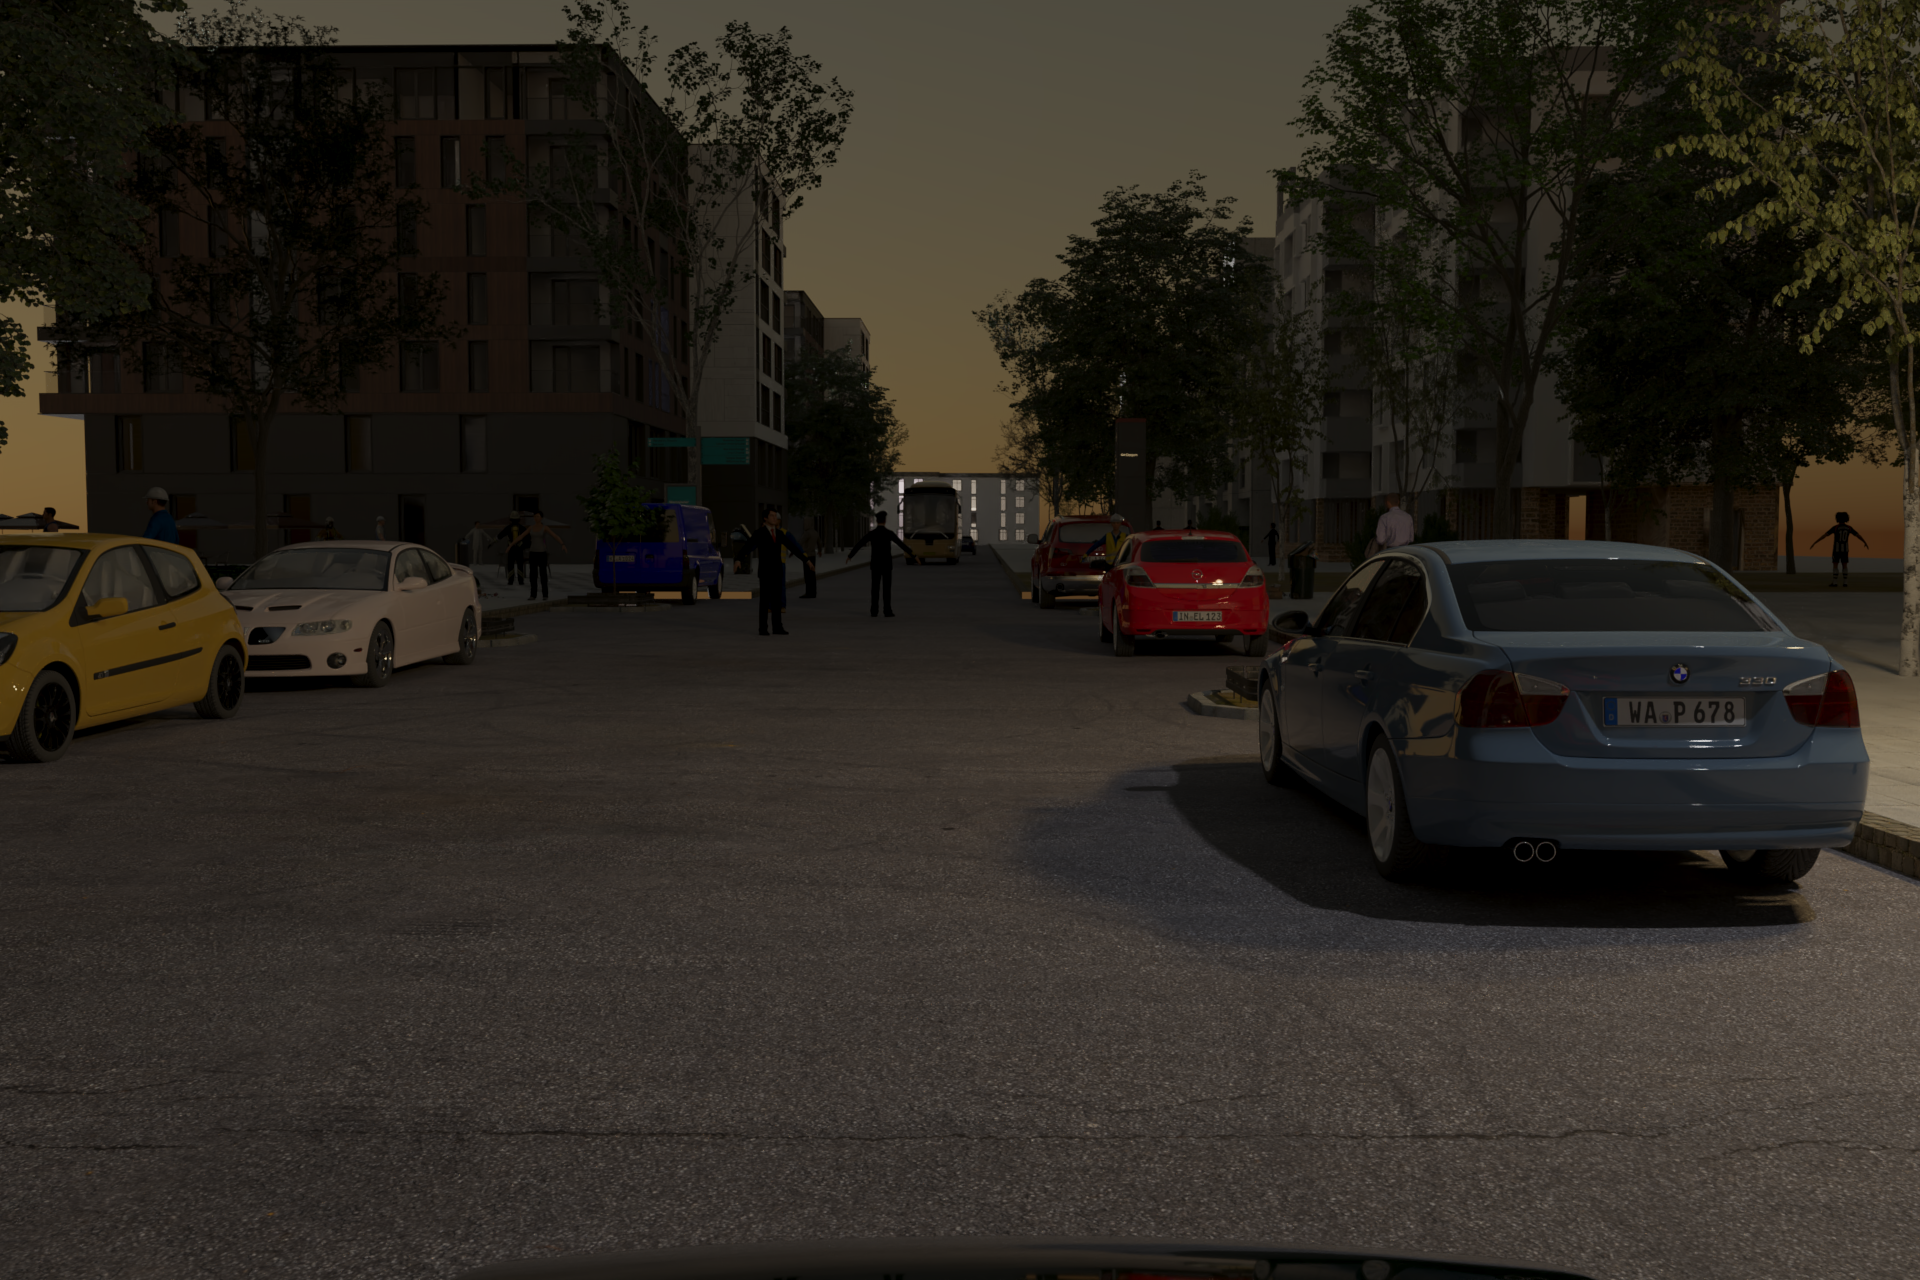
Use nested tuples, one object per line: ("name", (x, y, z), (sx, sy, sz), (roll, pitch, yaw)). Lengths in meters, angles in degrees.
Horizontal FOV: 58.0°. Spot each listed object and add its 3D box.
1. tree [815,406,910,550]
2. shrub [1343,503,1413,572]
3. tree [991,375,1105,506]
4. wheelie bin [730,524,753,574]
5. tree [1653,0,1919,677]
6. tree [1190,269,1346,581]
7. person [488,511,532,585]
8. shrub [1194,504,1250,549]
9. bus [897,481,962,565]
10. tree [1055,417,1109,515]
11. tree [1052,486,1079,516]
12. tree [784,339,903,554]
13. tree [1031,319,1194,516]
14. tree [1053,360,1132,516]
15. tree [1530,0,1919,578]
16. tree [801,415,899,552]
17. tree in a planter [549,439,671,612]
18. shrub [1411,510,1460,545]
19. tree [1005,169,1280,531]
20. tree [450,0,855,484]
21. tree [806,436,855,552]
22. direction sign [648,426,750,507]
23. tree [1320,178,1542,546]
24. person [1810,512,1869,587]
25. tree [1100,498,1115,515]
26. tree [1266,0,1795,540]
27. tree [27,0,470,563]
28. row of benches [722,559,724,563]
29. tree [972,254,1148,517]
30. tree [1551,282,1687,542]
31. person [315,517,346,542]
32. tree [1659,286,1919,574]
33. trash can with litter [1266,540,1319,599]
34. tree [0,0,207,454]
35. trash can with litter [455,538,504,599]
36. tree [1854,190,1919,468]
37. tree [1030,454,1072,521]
("tree", (-8.156, -12.994, 138.201), (9.928, 11.665, 9.643), (0, 3, 0))
("shrub", (10.091, -2.278, 41.661), (1.690, 2.028, 1.600), (0, 3, 0))
("tree", (7.389, -13.584, 132.463), (12.009, 13.543, 11.850), (0, 3, 0))
("wheelie bin", (-6.959, -2.900, 55.326), (0.693, 1.594, 0.980), (0, 4, 1))
("tree", (8.415, -3.967, 15.221), (4.737, 8.622, 4.395), (0, 3, 0))
("tree", (8.642, -5.923, 47.210), (4.737, 8.622, 4.395), (0, 3, 0))
("person", (-11.221, -2.320, 43.709), (1.354, 1.856, 0.705), (-1, 4, -15))
("shrub", (6.113, -2.249, 41.192), (1.690, 2.028, 1.600), (0, 3, 0))
("bus", (-1.274, -5.651, 83.936), (2.896, 3.916, 12.252), (0, 4, 1))
("tree", (7.276, -9.242, 101.469), (4.737, 8.622, 4.395), (0, 3, 0))
("tree", (14.810, -17.166, 231.025), (4.360, 8.622, 3.978), (0, 3, 0))
("tree", (-8.633, -12.577, 112.296), (9.857, 13.997, 8.962), (0, 3, 0))
("tree", (7.077, -9.387, 79.232), (9.928, 11.665, 9.643), (0, 3, 0))
("tree", (6.115, -7.414, 71.574), (4.360, 8.622, 3.978), (0, 3, 0))
("tree", (18.273, -8.242, 41.418), (9.857, 13.997, 8.962), (0, 3, 0))
("tree", (-8.572, -11.787, 127.129), (8.767, 10.594, 7.601), (0, 4, 4))
("tree in a planter", (-6.533, -2.166, 32.636), (1.991, 3.239, 1.994), (0, 4, 1))
("shrub", (14.623, -2.998, 53.438), (1.690, 2.028, 1.600), (0, 3, 0))
("tree", (6.467, -9.446, 61.094), (9.857, 13.997, 8.962), (0, 3, 0))
("tree", (-10.730, -12.540, 60.924), (12.611, 20.169, 13.585), (0, 3, 0))
("tree", (-8.410, -10.427, 120.847), (4.360, 8.622, 3.978), (0, 3, 0))
("direction sign", (-6.433, -3.342, 43.410), (2.525, 3.948, 1.411), (0, 4, 2))
("tree", (9.060, -5.217, 35.655), (4.360, 8.622, 3.978), (0, 3, 0))
("person", (21.417, -2.201, 42.136), (1.345, 1.843, 0.704), (1, 4, 8))
("tree", (22.356, -18.274, 233.187), (7.601, 10.594, 8.767), (1, 4, 9))
("tree", (8.898, -6.230, 27.616), (9.928, 11.665, 9.643), (0, 3, 0))
("tree", (-12.490, -5.856, 30.151), (8.767, 10.594, 7.601), (1, 4, 9))
("row of benches", (-8.498, -2.139, 50.431), (1.422, 0.672, 4.104), (2, 4, 34))
("tree", (7.478, -16.014, 117.710), (12.611, 20.169, 13.585), (0, 3, 0))
("tree", (18.958, -6.101, 50.112), (4.737, 8.622, 4.395), (0, 3, 0))
("person", (-21.056, -3.191, 57.945), (0.705, 1.858, 1.354), (2, 4, 33))
("tree", (26.553, -7.393, 55.285), (8.767, 10.594, 7.601), (0, 4, 2))
("trash can with litter", (6.495, -1.387, 34.069), (1.055, 1.170, 0.624), (0, 4, 1))
("tree", (-13.048, -6.873, 19.037), (9.857, 13.997, 8.962), (0, 3, 0))
("trash can with litter", (-9.949, -1.489, 35.402), (1.678, 1.210, 2.233), (0, 4, 0))
("tree", (27.592, -7.839, 46.292), (7.486, 12.596, 7.792), (0, 3, 0))
("tree", (7.217, -11.747, 142.419), (4.360, 8.622, 3.978), (0, 3, 0))
